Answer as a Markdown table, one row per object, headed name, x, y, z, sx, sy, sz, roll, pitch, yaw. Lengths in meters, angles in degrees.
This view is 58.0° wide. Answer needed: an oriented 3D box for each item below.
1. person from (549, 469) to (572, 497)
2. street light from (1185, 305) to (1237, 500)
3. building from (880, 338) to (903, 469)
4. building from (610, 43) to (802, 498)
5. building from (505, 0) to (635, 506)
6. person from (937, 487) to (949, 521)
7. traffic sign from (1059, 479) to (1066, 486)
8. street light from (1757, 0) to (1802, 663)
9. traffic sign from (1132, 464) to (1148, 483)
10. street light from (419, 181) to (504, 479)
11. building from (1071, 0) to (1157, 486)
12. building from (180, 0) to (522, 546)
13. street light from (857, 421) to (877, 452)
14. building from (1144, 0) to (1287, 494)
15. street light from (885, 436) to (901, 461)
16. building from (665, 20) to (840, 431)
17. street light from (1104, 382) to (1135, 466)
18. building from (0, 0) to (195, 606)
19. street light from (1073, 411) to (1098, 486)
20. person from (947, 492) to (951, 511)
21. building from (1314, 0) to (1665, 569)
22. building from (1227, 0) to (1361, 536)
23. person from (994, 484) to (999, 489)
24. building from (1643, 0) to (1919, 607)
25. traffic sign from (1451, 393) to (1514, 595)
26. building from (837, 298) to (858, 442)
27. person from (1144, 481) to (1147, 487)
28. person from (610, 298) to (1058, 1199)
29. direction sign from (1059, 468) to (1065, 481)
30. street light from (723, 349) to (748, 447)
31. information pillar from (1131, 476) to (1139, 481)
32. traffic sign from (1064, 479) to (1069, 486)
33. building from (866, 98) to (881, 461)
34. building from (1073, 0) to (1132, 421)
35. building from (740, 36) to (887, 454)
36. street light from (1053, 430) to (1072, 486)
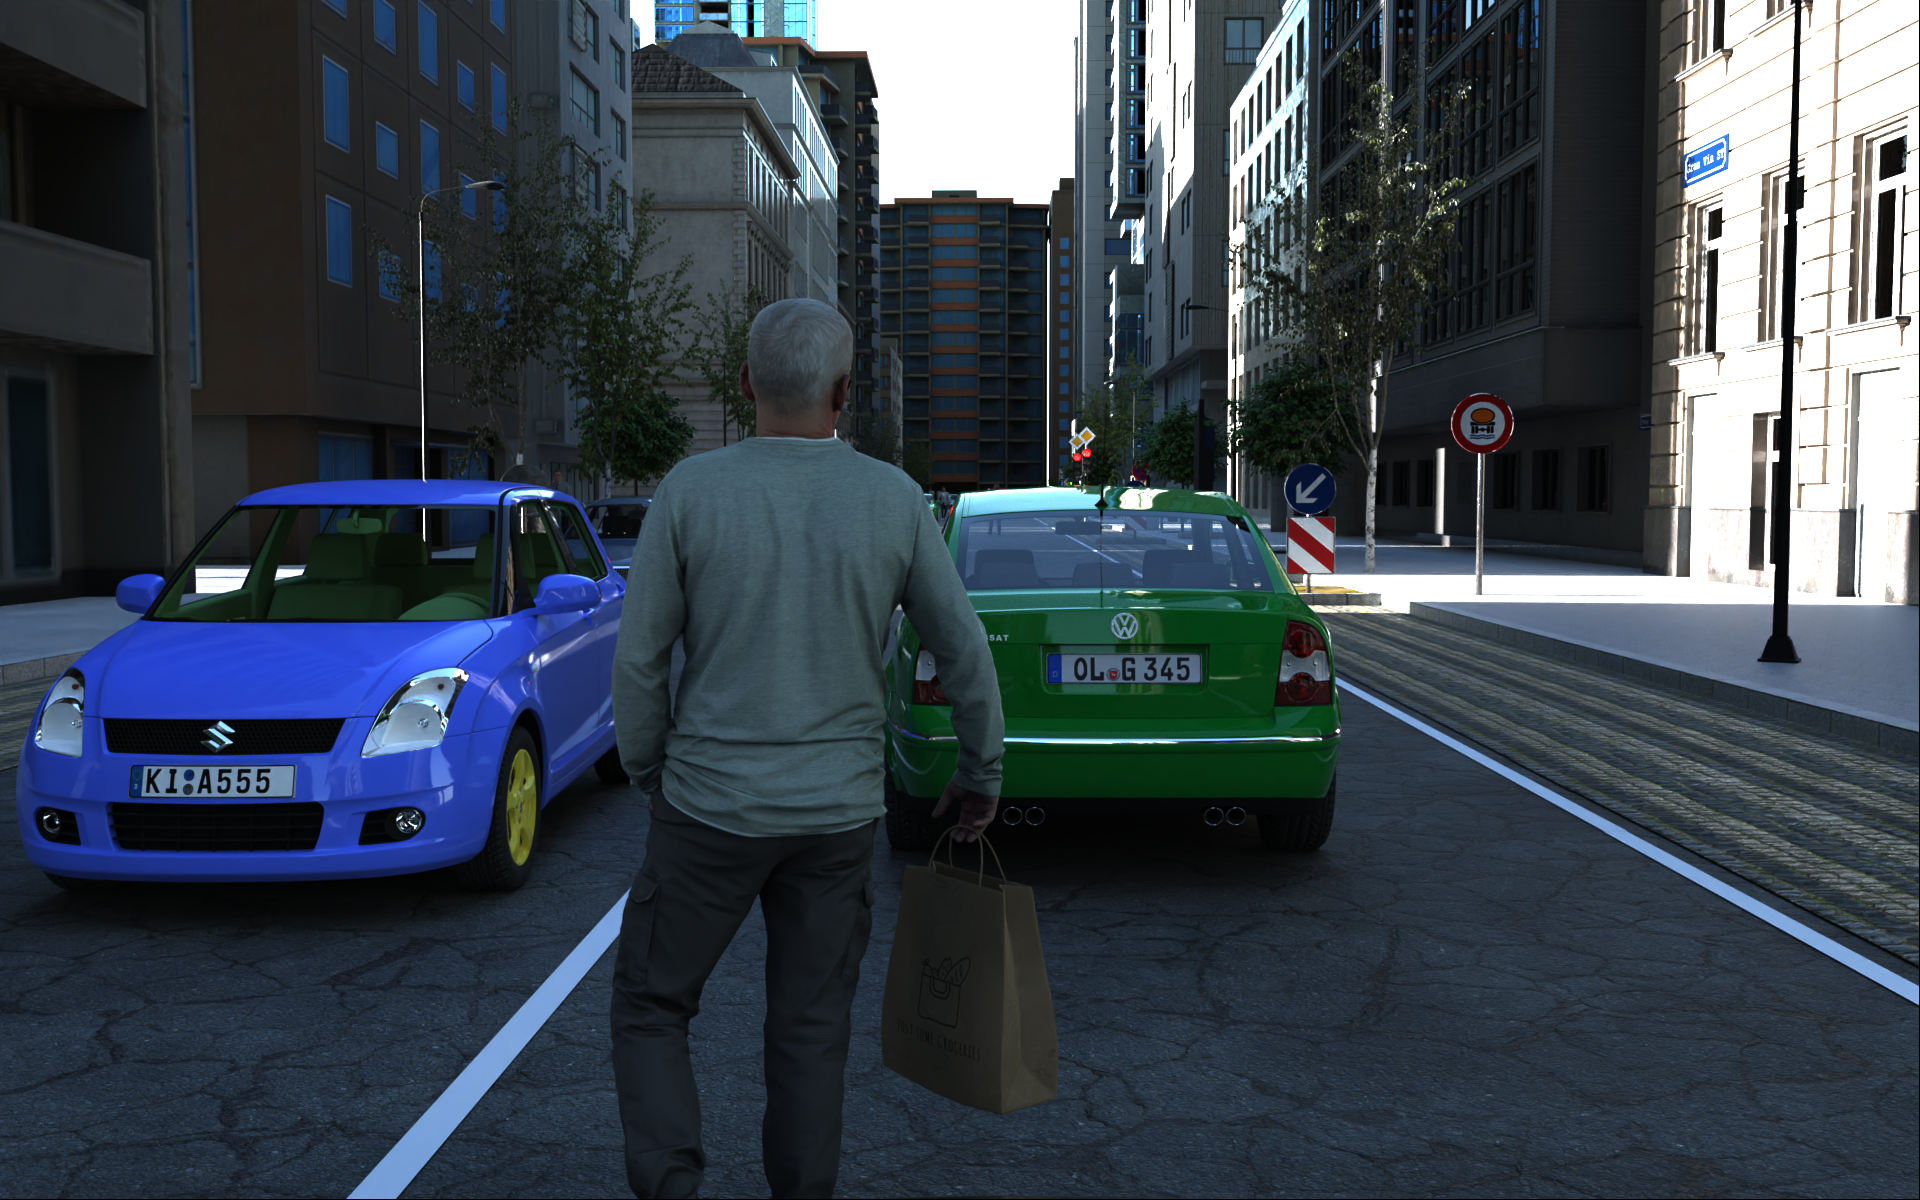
| name | x | y | z | sx | sy | sz | roll | pitch | yaw |
| --- | --- | --- | --- | --- | --- | --- | --- | --- | --- |
| person | -8.581 | -1.885 | 36.970 | 0.635 | 1.810 | 0.391 | 1 | 4 | 12 |
| street light | 6.228 | -4.287 | 42.634 | 1.470 | 5.913 | 1.316 | 0 | 4 | 1 |
| building | -22.289 | -22.671 | 215.712 | 28.899 | 21.520 | 27.650 | 0 | 4 | 1 |
| building | -15.017 | -16.142 | 92.804 | 11.050 | 23.489 | 19.941 | 0 | 4 | 1 |
| building | -19.280 | -23.065 | 60.716 | 14.086 | 41.232 | 14.154 | 0 | 4 | 1 |
| person | -0.913 | -5.234 | 93.927 | 0.661 | 1.843 | 0.795 | -1 | 4 | -10 |
| traffic sign | 8.671 | -8.906 | 145.724 | 0.768 | 2.556 | 0.104 | 0 | 4 | 2 |
| street light | 5.749 | -2.483 | 13.133 | 1.470 | 5.913 | 1.316 | 0 | 4 | 1 |
| traffic sign | 7.042 | -4.101 | 67.161 | 0.768 | 2.556 | 0.104 | 0 | 4 | 2 |
| street light | -7.467 | -3.263 | 25.892 | 1.470 | 5.913 | 1.316 | 0 | 4 | 1 |
| building | 20.886 | -50.454 | 137.596 | 22.319 | 86.520 | 31.000 | 0 | 4 | 1 |
| building | -18.331 | -23.640 | 36.623 | 14.600 | 45.320 | 14.200 | 0 | 4 | 1 |
| street light | -5.934 | -8.391 | 109.741 | 1.470 | 5.913 | 1.316 | 0 | 4 | 1 |
| building | 24.684 | -31.121 | 98.070 | 27.495 | 52.752 | 28.713 | 0 | 4 | 1 |
| street light | -5.435 | -10.188 | 139.111 | 1.470 | 5.913 | 1.316 | 0 | 4 | 1 |
| building | -14.985 | -20.806 | 117.670 | 11.434 | 29.767 | 29.804 | 0 | 4 | 1 |
| street light | 6.656 | -6.057 | 71.580 | 1.470 | 5.913 | 1.316 | 0 | 4 | 1 |
| building | -20.747 | -23.670 | 10.711 | 21.300 | 48.544 | 21.600 | 0 | 4 | 1 |
| street light | 7.171 | -7.613 | 97.020 | 1.470 | 5.913 | 1.316 | 0 | 4 | 1 |
| person | -1.001 | -8.322 | 146.380 | 0.589 | 1.601 | 0.330 | 0 | 4 | -6 |
| building | 17.234 | -15.049 | 39.556 | 14.314 | 27.812 | 24.014 | 0 | 4 | 1 |
| building | 15.729 | -12.566 | 60.213 | 10.420 | 20.320 | 16.860 | 0 | 4 | 1 |
| person | 1.236 | -3.173 | 60.781 | 0.661 | 1.777 | 0.834 | -1 | 4 | -21 |
| building | 16.499 | -13.321 | 15.066 | 12.463 | 27.353 | 25.104 | 0 | 4 | 1 |
| traffic sign | 6.593 | -1.335 | 21.932 | 0.768 | 2.556 | 0.104 | 0 | 4 | 7 |
| building | -14.387 | -16.995 | 142.487 | 10.561 | 19.102 | 19.286 | 0 | 4 | 1 |
| person | 7.556 | -3.899 | 69.798 | 0.555 | 1.821 | 0.388 | 2 | 4 | 32 |
| person | -0.219 | 0.366 | 2.995 | 0.782 | 1.767 | 0.515 | -1 | 4 | -16 |
| direction sign | 8.932 | -9.778 | 151.861 | 0.379 | 3.537 | 0.876 | 2 | 4 | 34 |
| street light | -6.941 | -5.051 | 55.122 | 1.470 | 5.913 | 1.316 | 0 | 4 | 1 |
| information pillar | 7.162 | -4.040 | 70.546 | 0.304 | 2.012 | 0.304 | -2 | 4 | -25 |
| traffic sign | 8.283 | -8.094 | 132.063 | 0.795 | 2.593 | 0.064 | 0 | 4 | 3 |
| building | -16.161 | -33.093 | 191.179 | 14.600 | 45.320 | 14.200 | 0 | 4 | 1 |
| building | 24.424 | -40.957 | 211.653 | 21.231 | 58.520 | 28.212 | 0 | 4 | 1 |
| building | -19.367 | -31.488 | 169.451 | 22.147 | 44.769 | 28.867 | 0 | 4 | 1 |
| street light | 7.731 | -9.384 | 125.964 | 1.470 | 5.913 | 1.316 | 0 | 4 | 1 |
